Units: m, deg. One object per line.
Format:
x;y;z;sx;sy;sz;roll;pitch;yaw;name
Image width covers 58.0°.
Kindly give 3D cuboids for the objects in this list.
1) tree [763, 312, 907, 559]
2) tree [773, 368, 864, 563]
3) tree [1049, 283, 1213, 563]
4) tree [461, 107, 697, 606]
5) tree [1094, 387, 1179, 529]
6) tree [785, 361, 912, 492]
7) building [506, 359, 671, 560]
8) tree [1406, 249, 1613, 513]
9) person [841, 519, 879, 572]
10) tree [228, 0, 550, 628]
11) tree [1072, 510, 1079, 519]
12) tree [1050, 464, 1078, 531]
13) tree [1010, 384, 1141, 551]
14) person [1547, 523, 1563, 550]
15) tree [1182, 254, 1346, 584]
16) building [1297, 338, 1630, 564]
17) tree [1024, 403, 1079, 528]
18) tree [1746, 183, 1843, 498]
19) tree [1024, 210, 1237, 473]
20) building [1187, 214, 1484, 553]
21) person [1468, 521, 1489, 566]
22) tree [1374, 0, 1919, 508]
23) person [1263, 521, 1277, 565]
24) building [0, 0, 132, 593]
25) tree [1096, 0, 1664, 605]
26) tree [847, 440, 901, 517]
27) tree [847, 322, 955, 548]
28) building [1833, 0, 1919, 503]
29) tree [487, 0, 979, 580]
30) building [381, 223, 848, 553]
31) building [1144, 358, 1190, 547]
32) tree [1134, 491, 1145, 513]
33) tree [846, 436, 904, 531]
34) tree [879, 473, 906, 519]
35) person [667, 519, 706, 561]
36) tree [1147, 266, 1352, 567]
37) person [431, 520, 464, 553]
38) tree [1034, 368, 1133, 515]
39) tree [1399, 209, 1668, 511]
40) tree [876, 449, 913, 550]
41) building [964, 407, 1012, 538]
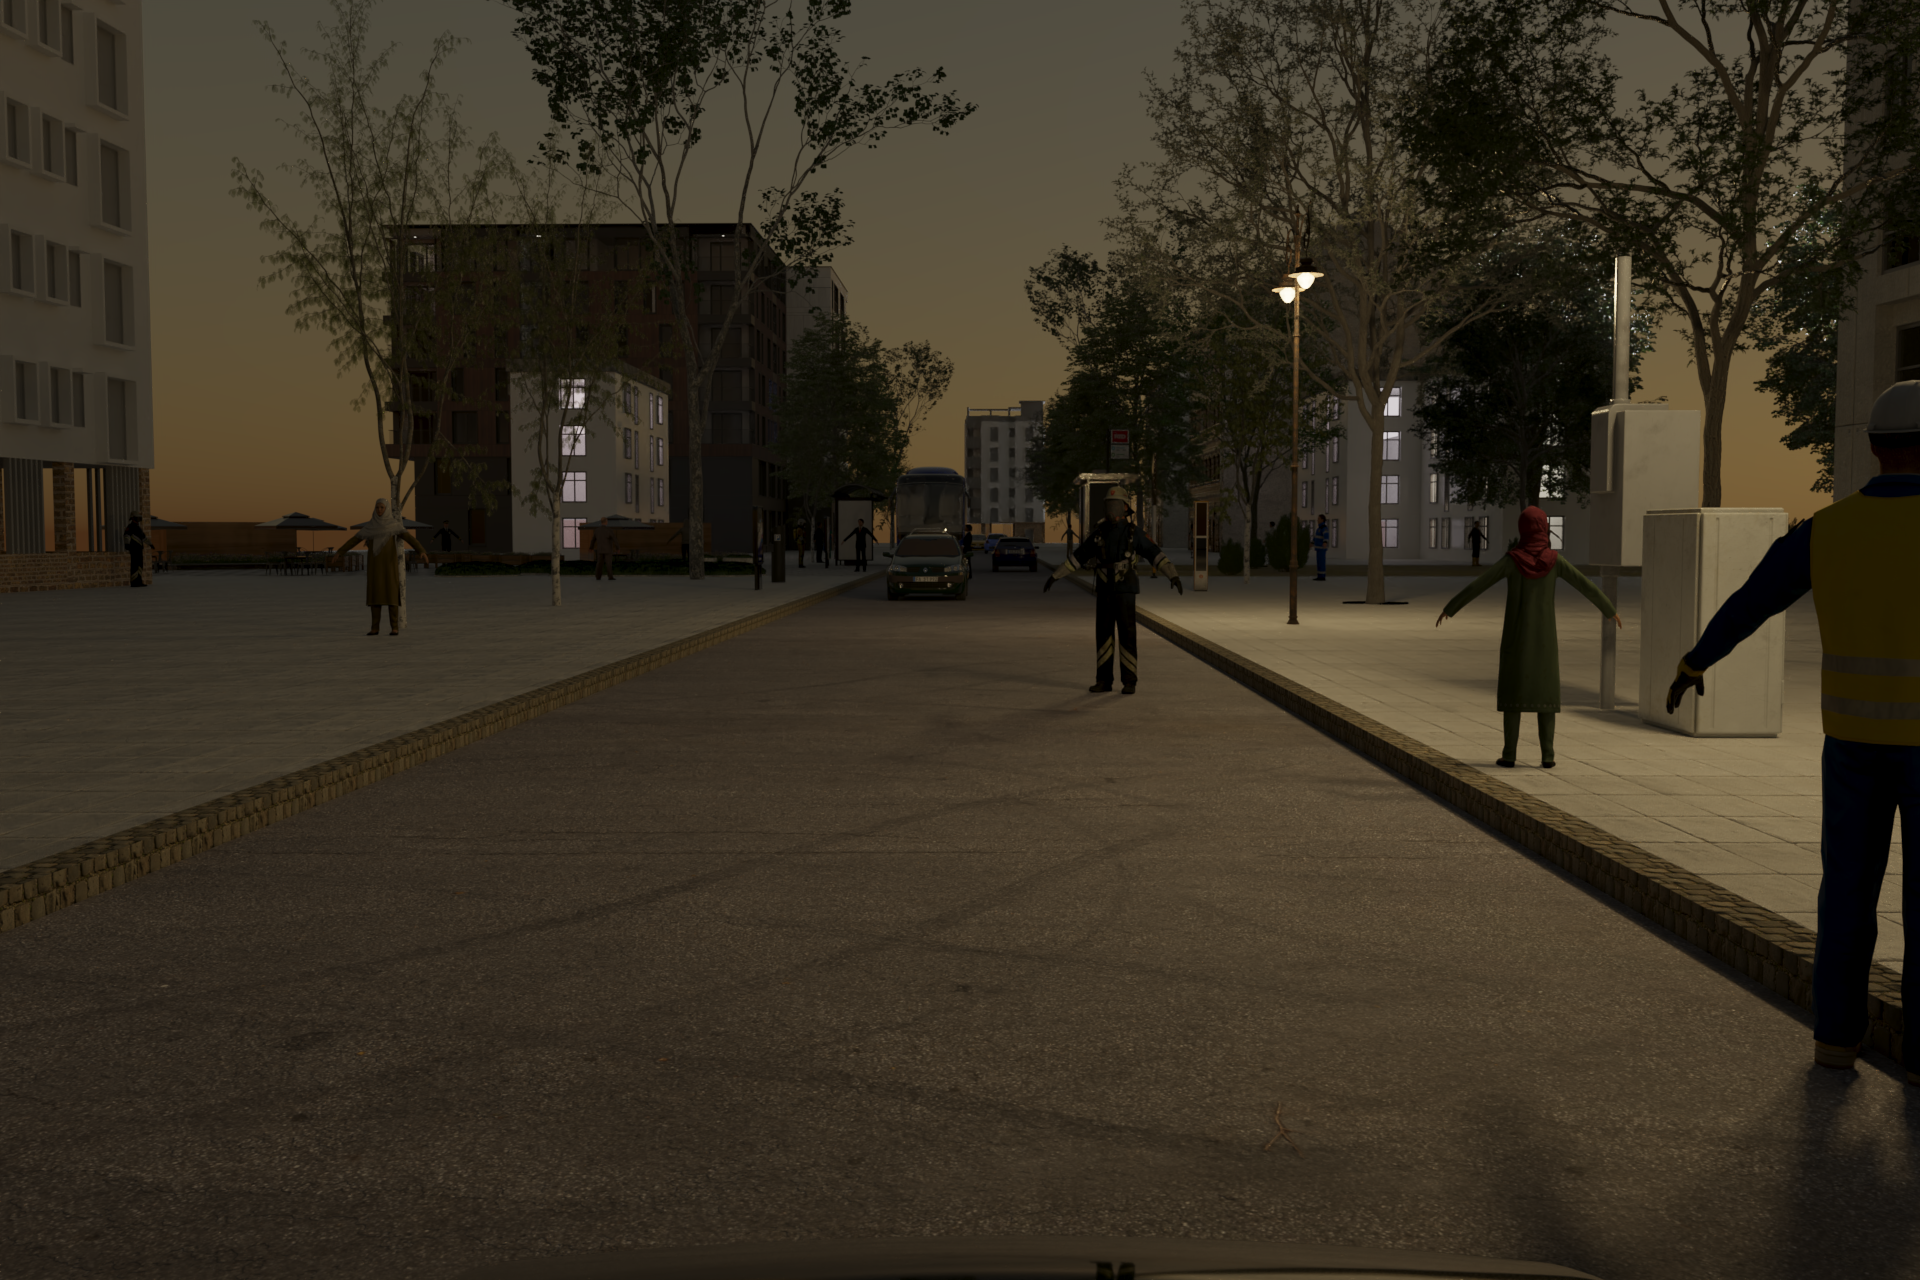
-6.661;-10.458;89.120;7.486;12.596;7.792;0;3;0;tree
-6.734;-7.768;77.374;4.360;8.622;3.978;0;3;0;tree
7.729;-9.771;77.888;7.486;12.596;7.792;0;3;0;tree
-7.421;-4.914;30.707;4.360;8.622;3.978;0;3;0;tree
8.469;-8.392;87.569;4.360;8.622;3.978;0;3;0;tree
-6.664;-10.988;105.409;9.928;11.665;9.643;0;3;0;tree
-20.720;-9.477;97.101;9.099;9.664;28.070;0;4;1;building
17.966;-7.423;55.785;7.601;10.594;8.767;1;4;9;tree
-3.375;-3.218;58.805;1.347;1.806;0.705;1;4;16;person
-7.713;-4.482;23.643;4.360;8.622;3.978;0;3;0;tree
19.394;-19.182;248.039;7.601;10.594;8.767;0;4;7;tree
9.731;-12.548;155.529;4.360;8.622;3.978;0;3;0;tree
9.386;-13.644;133.449;12.009;13.543;11.850;0;3;0;tree
23.193;-3.771;68.459;1.217;1.733;0.721;1;4;22;person
7.593;-5.774;44.762;4.737;8.622;4.395;0;3;0;tree
24.130;-8.929;88.137;9.099;9.664;28.070;0;4;1;building
8.925;-14.045;147.767;7.486;12.596;7.792;0;3;0;tree
28.876;-8.935;52.738;9.857;13.997;8.962;0;3;0;tree
10.516;-14.970;100.651;12.611;20.169;13.585;0;3;0;tree
27.024;-18.029;125.700;19.493;23.208;18.063;0;4;1;building
20.556;-3.836;68.851;1.346;1.812;0.704;-3;4;-38;person
7.616;-5.106;17.898;7.601;10.594;8.767;-2;4;-30;tree
12.918;-4.016;71.845;0.705;1.806;1.347;2;4;33;person
-25.762;-10.658;30.683;16.016;20.090;11.380;0;4;2;building
7.589;-7.407;31.469;12.009;13.543;11.850;0;3;0;tree
-6.009;-10.162;116.510;4.737;8.622;4.395;0;3;0;tree
-7.292;-18.335;155.669;12.611;20.169;13.585;0;3;0;tree
28.031;-9.587;23.209;16.747;18.905;31.486;0;4;1;building
-6.375;-11.715;47.437;12.611;20.169;13.585;0;3;0;tree
-23.795;-17.527;130.542;27.936;21.610;32.646;0;4;1;building
28.814;-21.025;174.693;19.493;23.208;18.063;0;4;1;building
29.344;-20.514;245.769;12.009;13.543;11.850;0;3;0;tree
-6.253;-10.636;124.259;4.737;8.622;4.395;0;3;0;tree
-7.919;-18.962;244.448;7.601;10.594;8.767;0;4;3;tree
-9.510;-3.310;60.241;1.348;1.813;0.705;-1;4;-11;person
11.336;-8.654;67.249;9.928;11.665;9.643;0;3;0;tree
-20.707;-3.910;69.858;1.347;1.837;0.705;-2;4;-34;person
8.611;-12.202;117.633;7.486;12.596;7.792;0;3;0;tree
22.478;-9.863;67.911;9.857;13.997;8.962;0;3;0;tree
-5.519;-11.617;140.299;4.737;8.622;4.395;0;3;0;tree
0.960;-23.868;249.116;11.380;20.090;16.016;0;4;-1;building
